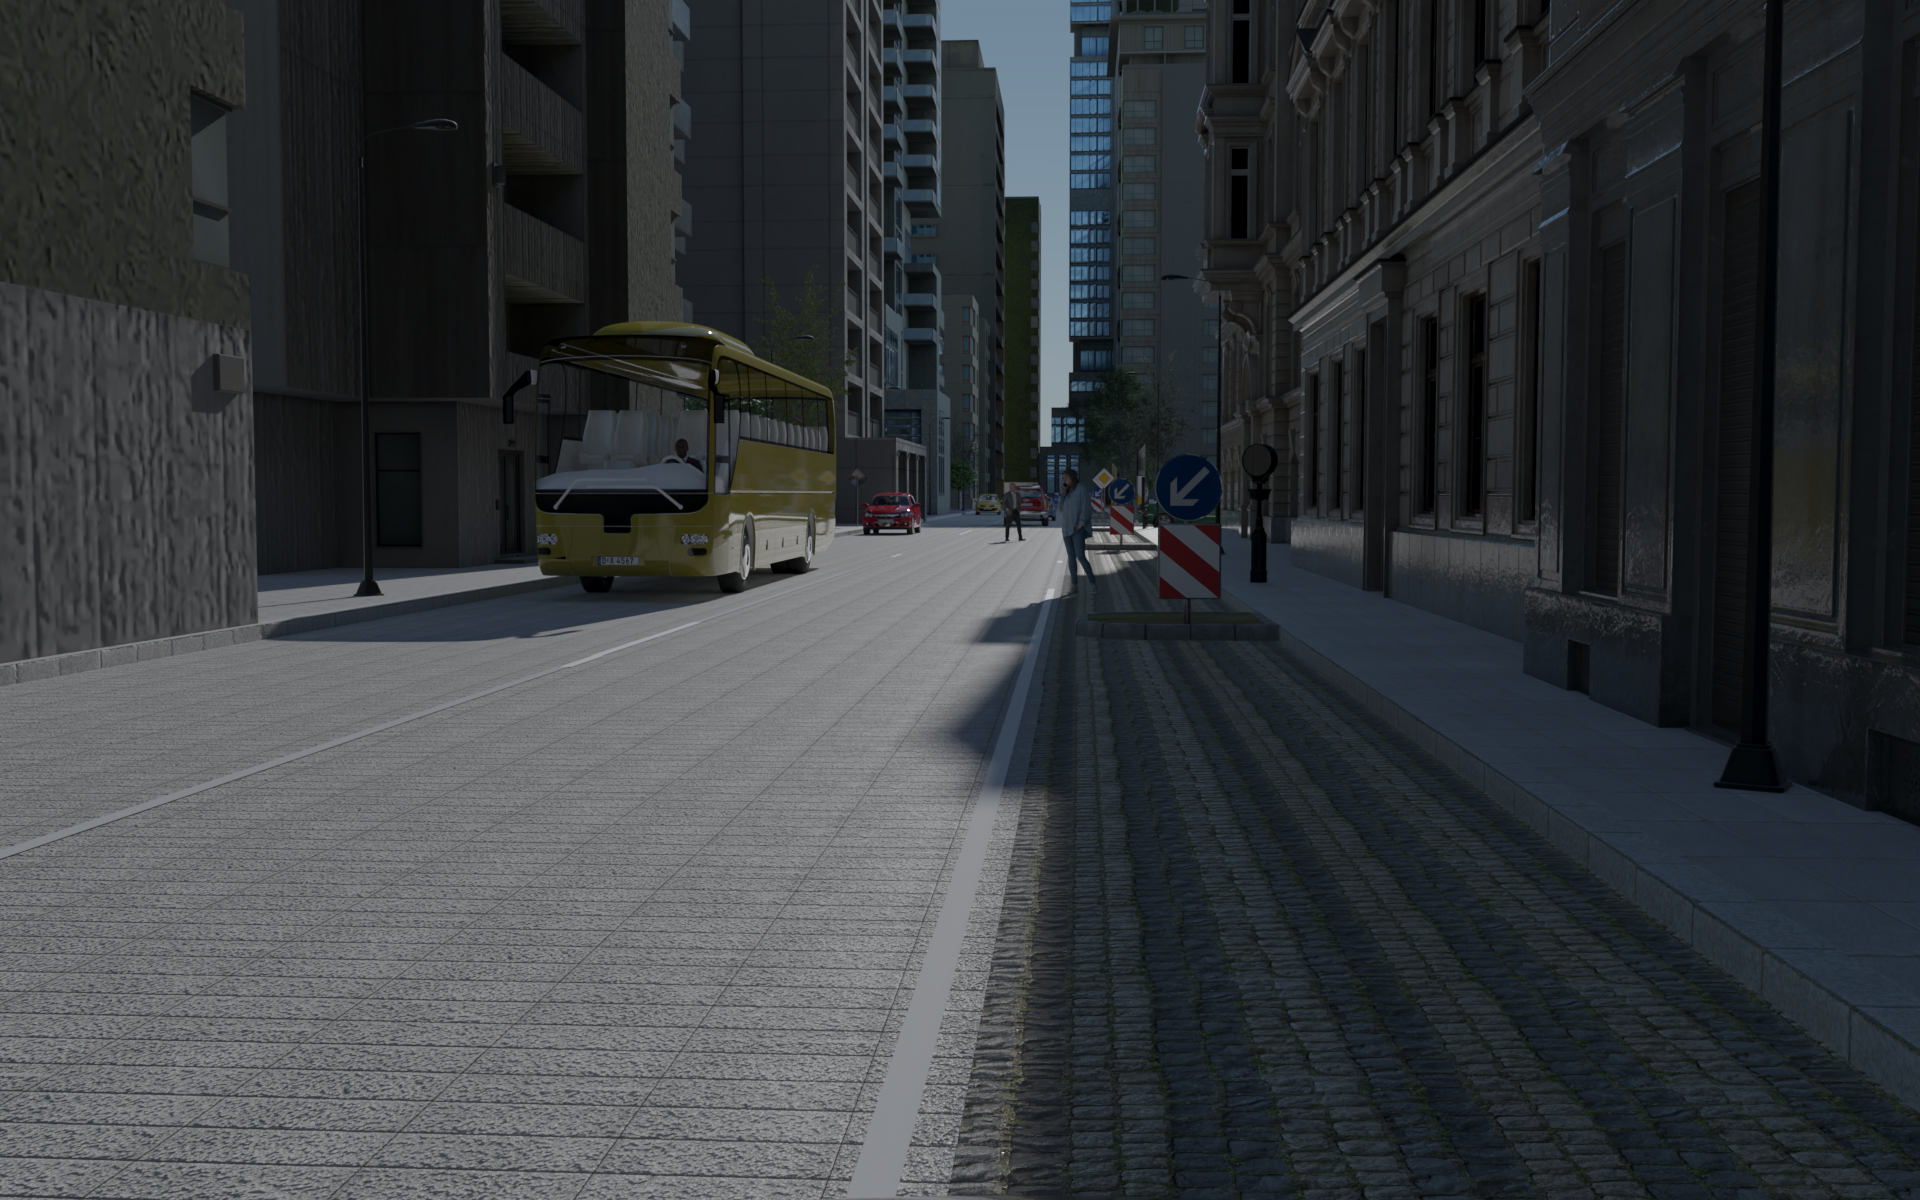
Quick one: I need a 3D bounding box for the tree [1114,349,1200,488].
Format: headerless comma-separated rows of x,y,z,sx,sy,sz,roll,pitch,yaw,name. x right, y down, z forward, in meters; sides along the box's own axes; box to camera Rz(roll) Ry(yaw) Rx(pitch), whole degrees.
10.284,-8.476,88.950,4.360,8.622,3.978,0,3,0,tree

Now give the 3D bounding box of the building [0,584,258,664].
-14.439,-14.569,9.910,14.160,30.474,14.107,0,4,4,building

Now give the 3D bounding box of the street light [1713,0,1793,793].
2.943,-2.136,7.471,1.470,5.913,1.316,0,4,4,street light

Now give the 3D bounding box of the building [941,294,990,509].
-11.697,-19.611,165.674,27.650,21.520,28.899,0,4,4,building

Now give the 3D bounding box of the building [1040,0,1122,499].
26.973,-56.809,241.492,31.000,86.520,22.319,0,4,4,building

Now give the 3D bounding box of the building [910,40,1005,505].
-6.235,-34.646,190.166,21.300,48.544,21.600,0,4,4,building

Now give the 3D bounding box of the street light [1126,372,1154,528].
7.012,-5.719,66.046,1.470,5.913,1.316,0,4,4,street light

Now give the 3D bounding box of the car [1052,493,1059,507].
9.375,-9.360,162.620,1.945,1.707,3.694,0,4,3,car

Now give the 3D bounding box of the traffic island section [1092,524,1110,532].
5.565,-2.713,66.640,2.009,0.180,2.903,0,4,4,traffic island section

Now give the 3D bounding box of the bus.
-4.101,-2.256,28.431,2.896,3.916,12.252,0,4,4,bus

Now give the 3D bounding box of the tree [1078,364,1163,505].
14.019,-14.233,150.833,7.486,12.596,7.792,0,3,0,tree

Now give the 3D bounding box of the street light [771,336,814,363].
-4.990,-4.794,50.926,1.470,5.913,1.316,0,4,4,street light

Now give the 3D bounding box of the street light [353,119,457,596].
-6.928,-3.004,21.660,1.470,5.913,1.316,0,4,4,street light

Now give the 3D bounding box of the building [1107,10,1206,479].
30.415,-36.631,188.160,28.713,52.752,27.495,0,4,4,building

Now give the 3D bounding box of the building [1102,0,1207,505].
27.981,-47.336,212.193,20.563,71.187,20.611,0,4,4,building

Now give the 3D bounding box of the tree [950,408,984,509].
0.075,-12.029,147.030,4.360,8.622,3.978,0,3,0,tree

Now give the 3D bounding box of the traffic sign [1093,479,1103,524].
6.093,-4.336,74.531,0.795,2.450,0.064,0,4,4,traffic sign

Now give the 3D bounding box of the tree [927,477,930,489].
-2.501,-6.477,100.501,1.663,3.219,1.824,0,3,0,tree

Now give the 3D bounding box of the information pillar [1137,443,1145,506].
8.367,-5.420,79.964,0.504,3.616,0.183,-3,5,-41,information pillar

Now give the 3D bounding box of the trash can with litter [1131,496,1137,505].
10.419,-5.498,101.282,0.624,1.170,1.055,-1,4,-18,trash can with litter

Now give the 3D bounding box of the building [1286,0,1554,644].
10.034,-9.581,21.275,10.561,19.102,19.286,0,4,4,building

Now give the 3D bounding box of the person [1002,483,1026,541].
1.641,-2.659,52.379,0.661,1.777,0.834,-2,4,-35,person

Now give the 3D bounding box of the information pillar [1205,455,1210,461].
14.860,-6.892,104.039,0.183,3.616,0.504,-2,4,-25,information pillar

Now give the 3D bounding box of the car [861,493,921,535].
-2.438,-3.272,62.536,2.155,1.783,4.494,0,4,4,car

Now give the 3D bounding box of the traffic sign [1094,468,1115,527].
5.541,-3.848,66.565,0.795,2.450,0.064,0,4,4,traffic sign

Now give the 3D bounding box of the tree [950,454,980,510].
-0.057,-9.651,141.506,4.285,4.588,4.351,0,3,0,tree

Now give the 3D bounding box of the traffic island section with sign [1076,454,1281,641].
2.194,-0.561,17.797,1.989,1.847,2.006,0,4,4,traffic island section with sign

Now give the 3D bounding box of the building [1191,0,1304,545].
13.882,-14.016,48.241,14.460,24.649,34.723,0,4,4,building

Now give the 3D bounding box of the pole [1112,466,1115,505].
11.159,-8.072,125.821,0.158,3.312,0.155,0,3,0,pole

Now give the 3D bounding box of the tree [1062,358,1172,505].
11.154,-11.290,119.006,7.601,10.594,8.767,2,4,33,tree

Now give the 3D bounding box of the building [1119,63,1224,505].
22.587,-29.643,168.251,14.154,41.232,14.086,0,4,4,building

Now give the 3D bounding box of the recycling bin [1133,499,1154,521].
8.624,-4.213,81.443,0.722,1.027,0.722,-3,5,-39,recycling bin

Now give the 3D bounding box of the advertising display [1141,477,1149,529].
6.877,-3.614,64.304,0.123,1.923,0.974,1,4,16,advertising display

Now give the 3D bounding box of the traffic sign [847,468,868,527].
-3.979,-3.890,67.242,0.795,2.450,0.064,0,4,4,traffic sign

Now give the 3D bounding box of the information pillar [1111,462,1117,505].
11.399,-8.381,128.389,0.504,3.616,0.183,-2,4,-35,information pillar

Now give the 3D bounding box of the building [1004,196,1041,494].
4.198,-34.049,240.295,14.086,41.232,14.154,0,4,4,building

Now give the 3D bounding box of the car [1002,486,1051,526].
3.024,-4.299,78.954,2.281,1.827,5.304,0,4,2,car

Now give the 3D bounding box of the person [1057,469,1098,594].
1.692,-0.978,24.755,0.793,1.790,0.793,1,4,22,person

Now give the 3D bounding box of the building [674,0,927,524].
-12.219,-39.477,83.708,20.563,71.187,20.611,0,4,4,building

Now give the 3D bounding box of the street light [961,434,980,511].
0.814,-9.889,134.218,1.470,5.913,1.316,0,4,4,street light

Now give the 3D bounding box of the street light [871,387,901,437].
-3.261,-6.267,75.015,1.470,5.913,1.316,0,4,4,street light

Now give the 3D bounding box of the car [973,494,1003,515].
1.956,-6.675,119.359,2.015,1.641,3.980,0,4,3,car

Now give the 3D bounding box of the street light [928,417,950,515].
-1.274,-8.080,104.649,1.470,5.913,1.316,0,4,4,street light

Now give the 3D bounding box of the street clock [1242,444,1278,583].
4.325,-1.251,25.026,0.471,2.002,0.358,2,4,35,street clock

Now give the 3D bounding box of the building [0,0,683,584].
-13.768,-15.942,32.353,14.160,30.474,14.107,0,4,4,building

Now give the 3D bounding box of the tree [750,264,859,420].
-5.342,-6.478,56.275,4.737,8.622,4.395,0,3,0,tree

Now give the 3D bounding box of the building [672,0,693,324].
-25.196,-26.808,57.921,30.456,49.044,23.786,0,4,4,building

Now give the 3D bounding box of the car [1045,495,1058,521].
4.331,-4.997,93.696,2.014,1.417,4.499,0,4,3,car

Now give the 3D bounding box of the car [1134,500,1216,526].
9.518,-3.557,69.948,4.920,1.459,2.131,0,4,2,car

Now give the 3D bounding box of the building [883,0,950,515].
-11.453,-49.396,120.291,22.319,86.520,31.000,0,4,4,building

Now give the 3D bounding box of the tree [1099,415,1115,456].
13.243,-11.500,138.394,4.360,8.622,3.978,0,3,0,tree

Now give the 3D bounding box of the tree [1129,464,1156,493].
11.835,-7.067,110.150,1.663,3.219,1.824,0,3,0,tree

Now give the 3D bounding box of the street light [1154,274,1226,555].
4.945,-3.926,36.732,1.470,5.913,1.316,0,4,4,street light

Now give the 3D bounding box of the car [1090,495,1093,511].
9.924,-7.382,132.695,2.014,1.417,4.499,0,4,3,car

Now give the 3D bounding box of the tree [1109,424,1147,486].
15.265,-12.759,158.969,4.737,8.622,4.395,0,3,0,tree

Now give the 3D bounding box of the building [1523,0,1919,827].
8.092,-9.383,2.566,9.793,20.994,18.267,0,4,4,building
